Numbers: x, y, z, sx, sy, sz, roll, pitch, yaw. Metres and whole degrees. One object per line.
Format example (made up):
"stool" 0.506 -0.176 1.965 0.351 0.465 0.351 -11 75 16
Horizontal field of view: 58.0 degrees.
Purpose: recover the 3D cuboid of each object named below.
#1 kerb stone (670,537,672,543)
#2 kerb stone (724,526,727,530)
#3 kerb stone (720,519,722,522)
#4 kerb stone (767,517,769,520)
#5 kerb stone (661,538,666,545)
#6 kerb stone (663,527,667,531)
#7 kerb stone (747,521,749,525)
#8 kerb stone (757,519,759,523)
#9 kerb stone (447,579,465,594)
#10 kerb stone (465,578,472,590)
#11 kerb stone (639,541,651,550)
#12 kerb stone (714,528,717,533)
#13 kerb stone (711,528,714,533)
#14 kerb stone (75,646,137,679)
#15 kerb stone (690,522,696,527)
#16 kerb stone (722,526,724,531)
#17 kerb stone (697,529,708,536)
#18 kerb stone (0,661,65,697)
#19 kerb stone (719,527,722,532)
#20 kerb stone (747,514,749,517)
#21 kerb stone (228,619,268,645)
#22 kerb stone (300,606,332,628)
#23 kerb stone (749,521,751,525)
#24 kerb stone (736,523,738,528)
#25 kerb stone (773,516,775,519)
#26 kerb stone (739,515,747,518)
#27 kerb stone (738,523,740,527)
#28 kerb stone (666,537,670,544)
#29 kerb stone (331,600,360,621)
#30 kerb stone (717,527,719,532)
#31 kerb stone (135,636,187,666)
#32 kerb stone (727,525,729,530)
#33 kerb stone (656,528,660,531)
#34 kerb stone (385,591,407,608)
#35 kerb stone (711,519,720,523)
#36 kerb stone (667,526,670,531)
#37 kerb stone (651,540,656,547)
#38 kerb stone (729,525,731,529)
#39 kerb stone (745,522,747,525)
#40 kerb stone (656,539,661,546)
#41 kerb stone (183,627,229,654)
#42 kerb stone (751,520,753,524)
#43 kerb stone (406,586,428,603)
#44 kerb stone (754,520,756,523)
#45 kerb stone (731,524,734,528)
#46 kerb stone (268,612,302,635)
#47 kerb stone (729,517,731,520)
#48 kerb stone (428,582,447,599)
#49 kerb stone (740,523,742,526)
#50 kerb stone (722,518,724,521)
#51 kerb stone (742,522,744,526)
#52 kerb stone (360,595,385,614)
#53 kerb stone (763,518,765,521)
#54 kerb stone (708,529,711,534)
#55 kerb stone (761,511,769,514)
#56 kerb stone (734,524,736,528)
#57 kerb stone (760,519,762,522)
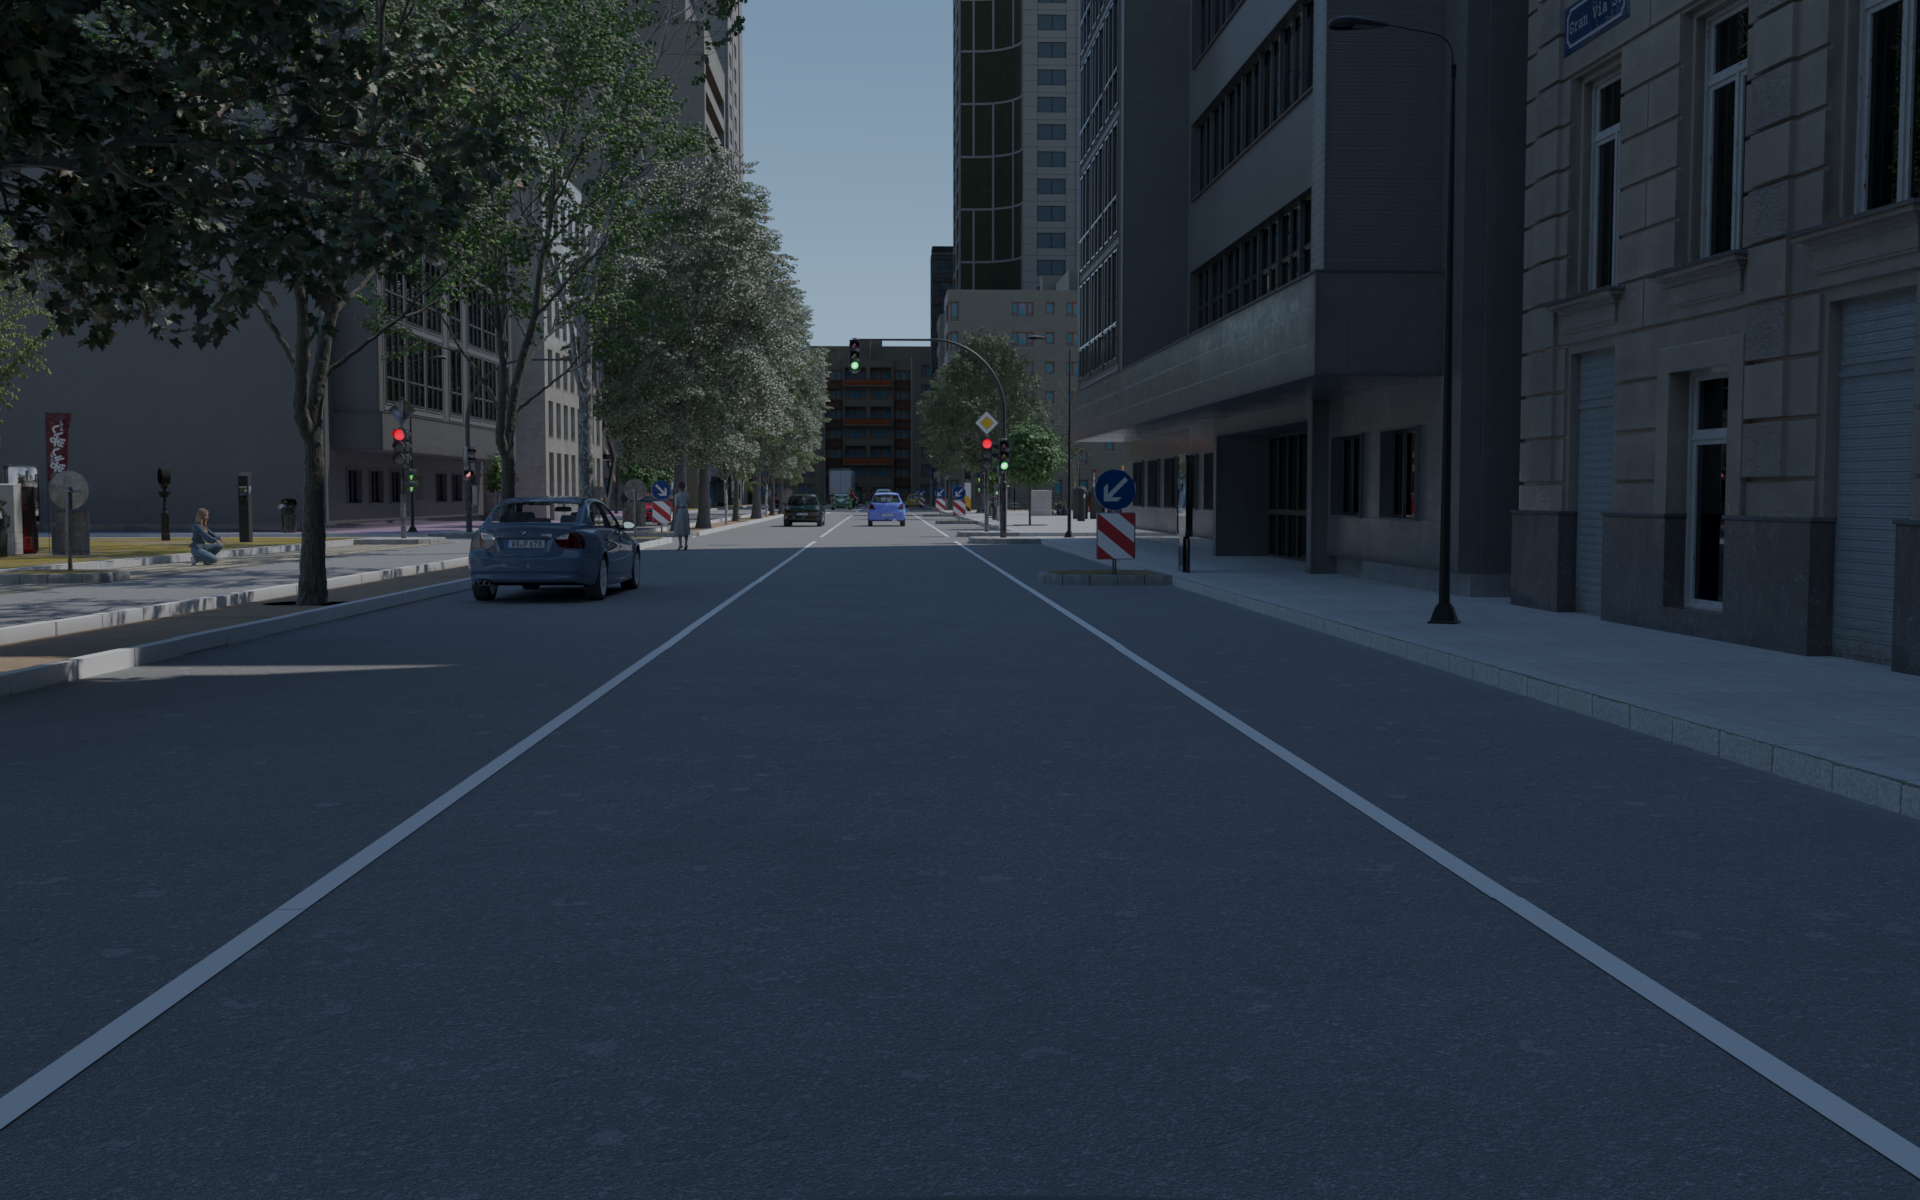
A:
"kerb stone" -8.554 -1.745 50.725 0.120 0.150 1.000 0 4 -3
"kerb stone" -9.330 -2.785 67.736 0.120 0.150 1.000 0 4 -3
"kerb stone" -12.344 -4.034 88.159 0.120 0.150 1.000 0 4 -3
"kerb stone" -10.427 -4.289 92.312 0.120 0.150 1.000 0 4 -3
"kerb stone" -8.460 -1.620 48.683 0.120 0.150 1.000 0 4 -3
"kerb stone" -11.329 -2.656 65.616 0.120 0.150 1.000 0 4 -3
"kerb stone" -9.842 -3.471 78.996 0.120 0.150 1.000 0 4 -3
"kerb stone" -10.117 -3.844 85.135 0.120 0.150 1.000 0 4 -3
"kerb stone" -7.408 -0.180 25.139 0.120 0.150 1.000 0 4 -3
"kerb stone" -7.457 -0.243 26.169 0.120 0.150 1.000 0 4 -3
"kerb stone" -8.333 -1.429 45.616 0.120 0.150 1.000 0 4 -3
"kerb stone" -9.147 -2.535 63.648 0.120 0.150 1.000 0 4 -3
"kerb stone" -9.098 -2.472 62.617 0.120 0.150 1.000 0 4 -3
"kerb stone" -6.898 0.508 13.884 0.120 0.150 1.000 0 4 -3
"kerb stone" -11.839 -3.345 76.885 0.120 0.150 1.000 0 4 -3
"kerb stone" -9.283 -2.723 66.715 0.120 0.150 1.000 0 4 -3
"kerb stone" -8.996 -2.347 60.575 0.120 0.150 1.000 0 4 -3
"kerb stone" -6.855 0.571 12.863 0.120 0.150 1.000 0 4 -3
"kerb stone" -9.234 -2.660 65.694 0.120 0.150 1.000 0 4 -3
"kerb stone" -13.129 -5.099 105.567 0.120 0.150 1.000 0 4 -3
"kerb stone" -7.036 0.321 16.954 0.120 0.150 1.000 0 4 -3
"kerb stone" -7.135 0.196 18.998 0.120 0.150 1.000 0 4 -3
"kerb stone" -9.878 -3.536 80.025 0.120 0.150 1.000 0 4 -3
"kerb stone" -9.548 -3.097 72.863 0.120 0.150 1.000 0 4 -3
"kerb stone" -10.664 -4.602 97.433 0.120 0.150 1.000 0 4 -3
"kerb stone" -13.093 -5.037 104.545 0.120 0.150 1.000 0 4 -3
"kerb stone" -9.604 -3.161 73.883 0.120 0.150 1.000 0 4 -3
"kerb stone" -8.518 -1.677 49.704 0.120 0.150 1.000 0 4 -3
"kerb stone" -7.182 0.133 20.025 0.120 0.150 1.000 0 4 -3
"kerb stone" -9.186 -2.598 64.673 0.120 0.150 1.000 0 4 -3
"kerb stone" -6.940 0.450 14.906 0.120 0.150 1.000 0 4 -3
"kerb stone" -9.369 -2.849 68.769 0.120 0.150 1.000 0 4 -3
"kerb stone" -11.239 -2.530 63.553 0.120 0.150 1.000 0 4 -3
"kerb stone" -7.275 0.010 22.069 0.120 0.150 1.000 0 4 -3
"kerb stone" -12.301 -3.966 87.136 0.120 0.150 1.000 0 4 -3
"kerb stone" -11.381 -2.717 66.637 0.120 0.150 1.000 0 4 -3
"kerb stone" -8.376 -1.495 46.640 0.120 0.150 1.000 0 4 -3
"kerb stone" -9.416 -2.911 69.794 0.120 0.150 1.000 0 4 -3
"kerb stone" -9.785 -3.408 77.975 0.120 0.150 1.000 0 4 -3
"kerb stone" -8.426 -1.557 47.662 0.120 0.150 1.000 0 4 -3
"kerb stone" -6.999 0.383 15.933 0.120 0.150 1.000 0 4 -3
"kerb stone" -9.922 -3.594 81.046 0.120 0.150 1.000 0 4 -3
"kerb stone" -7.316 -0.055 23.094 0.120 0.150 1.000 0 4 -3
"kerb stone" -10.017 -3.723 83.088 0.120 0.150 1.000 0 4 -3
"kerb stone" -9.464 -2.974 70.816 0.120 0.150 1.000 0 4 -3
"kerb stone" -7.086 0.261 17.975 0.120 0.150 1.000 0 4 -3
"kerb stone" -12.580 -4.345 93.283 0.120 0.150 1.000 0 4 -3
"kerb stone" -7.366 -0.117 24.116 0.120 0.150 1.000 0 4 -3
"kerb stone" -9.649 -3.224 74.905 0.120 0.150 1.000 0 4 -3
"kerb stone" -12.386 -4.097 89.184 0.120 0.150 1.000 0 4 -3
"kerb stone" -9.690 -3.287 75.932 0.120 0.150 1.000 0 4 -3
"kerb stone" -7.223 0.070 21.047 0.120 0.150 1.000 0 4 -3
"kerb stone" -10.288 -4.099 89.238 0.120 0.150 1.000 0 4 -3
"kerb stone" -9.047 -2.405 61.596 0.120 0.150 1.000 0 4 -3
"kerb stone" -13.962 -6.228 124.025 0.120 0.150 1.000 0 4 -3
"kerb stone" -9.518 -3.036 71.840 0.120 0.150 1.000 0 4 -3
"kerb stone" -10.200 -3.975 87.183 0.120 0.150 1.000 0 4 -3
